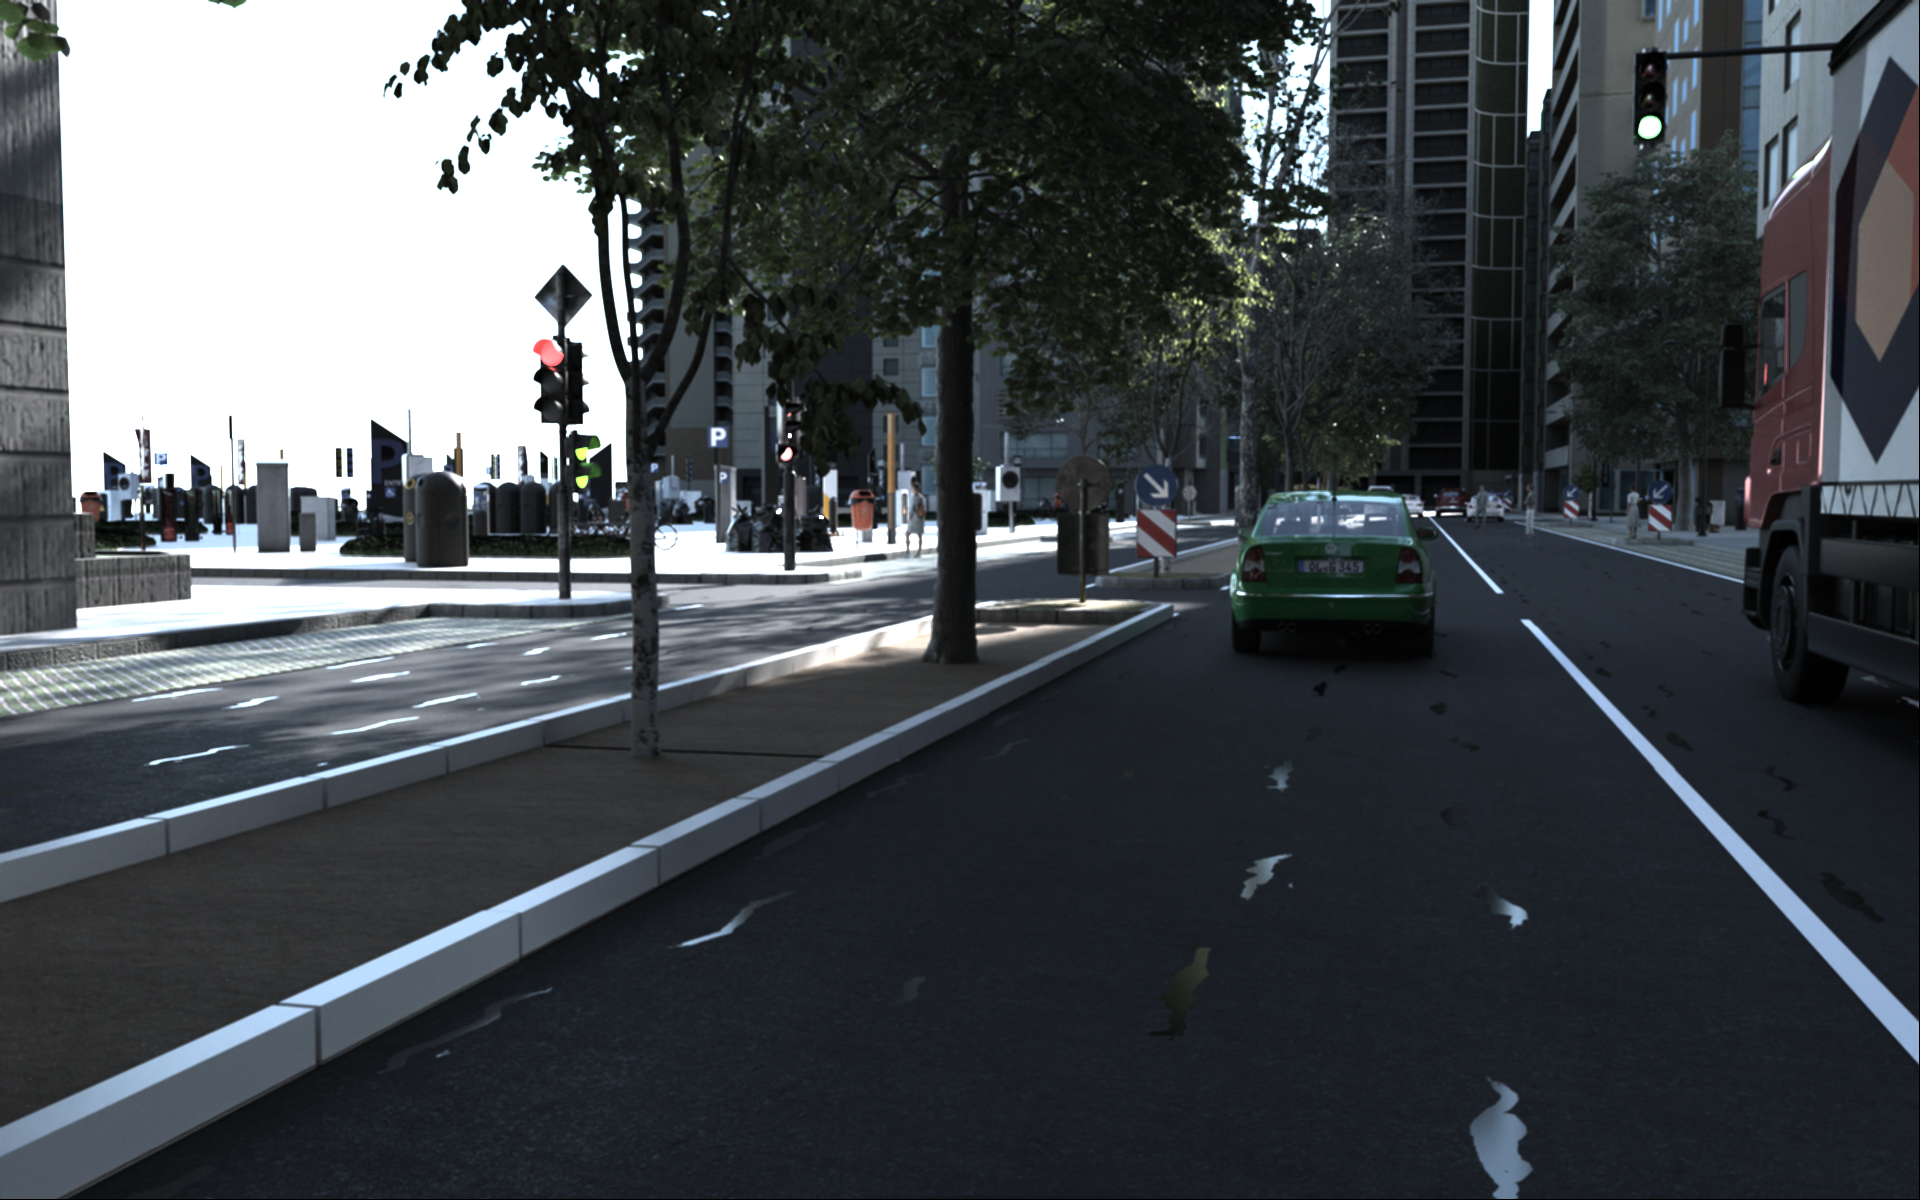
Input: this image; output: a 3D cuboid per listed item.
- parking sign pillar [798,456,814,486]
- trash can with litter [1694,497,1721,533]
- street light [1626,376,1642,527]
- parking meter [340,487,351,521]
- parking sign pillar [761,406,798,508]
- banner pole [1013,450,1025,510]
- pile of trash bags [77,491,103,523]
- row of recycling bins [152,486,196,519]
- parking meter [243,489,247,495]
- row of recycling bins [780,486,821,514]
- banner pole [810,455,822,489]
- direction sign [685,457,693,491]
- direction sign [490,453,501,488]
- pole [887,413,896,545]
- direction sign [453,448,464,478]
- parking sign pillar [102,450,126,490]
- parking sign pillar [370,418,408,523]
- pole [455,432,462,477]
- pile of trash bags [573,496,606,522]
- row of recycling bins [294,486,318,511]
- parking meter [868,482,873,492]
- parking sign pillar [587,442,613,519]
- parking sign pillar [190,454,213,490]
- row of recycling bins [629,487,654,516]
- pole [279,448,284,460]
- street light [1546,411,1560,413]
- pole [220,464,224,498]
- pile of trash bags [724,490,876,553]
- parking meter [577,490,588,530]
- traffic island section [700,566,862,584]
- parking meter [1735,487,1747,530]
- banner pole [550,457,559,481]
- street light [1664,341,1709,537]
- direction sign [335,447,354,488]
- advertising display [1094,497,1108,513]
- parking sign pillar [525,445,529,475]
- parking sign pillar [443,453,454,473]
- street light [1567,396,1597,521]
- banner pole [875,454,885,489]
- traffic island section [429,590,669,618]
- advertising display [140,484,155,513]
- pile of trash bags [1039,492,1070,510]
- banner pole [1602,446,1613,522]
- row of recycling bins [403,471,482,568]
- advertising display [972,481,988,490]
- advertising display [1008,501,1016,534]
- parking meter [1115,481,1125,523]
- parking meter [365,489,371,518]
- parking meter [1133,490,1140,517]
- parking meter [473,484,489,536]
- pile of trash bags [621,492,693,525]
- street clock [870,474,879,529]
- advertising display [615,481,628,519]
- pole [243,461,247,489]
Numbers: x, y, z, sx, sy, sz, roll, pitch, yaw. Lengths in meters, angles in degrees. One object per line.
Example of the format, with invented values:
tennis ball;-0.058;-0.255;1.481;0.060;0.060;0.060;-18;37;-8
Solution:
parking sign pillar;-9.443;-7.276;107.430;1.447;3.967;1.447;-1;4;-10
trash can with litter;25.018;-2.841;57.842;0.624;1.170;1.055;-1;4;-15
street light;25.684;-5.774;66.952;1.470;5.913;1.316;1;4;14
parking meter;-22.266;-3.328;62.830;0.372;1.533;0.369;0;3;0
parking sign pillar;-5.921;-4.001;53.888;1.447;3.967;1.447;-1;4;-11
banner pole;3.443;-6.669;99.059;0.863;3.779;0.401;0;4;-2
pile of trash bags;-26.234;-2.409;49.146;3.447;1.369;1.912;-2;4;-34
row of recycling bins;-41.016;-5.185;91.879;1.069;1.692;3.534;3;5;43
parking meter;-33.928;-4.498;81.958;0.372;1.533;0.369;0;3;0
row of recycling bins;-7.808;-4.763;84.987;1.069;1.692;3.534;-2;4;-29
banner pole;-7.995;-6.440;95.309;0.863;3.779;0.401;1;4;15
direction sign;-16.572;-6.969;105.943;0.379;3.537;0.876;-3;4;-37
direction sign;-25.835;-6.387;96.419;0.876;3.537;0.379;3;4;38
pole;-1.731;-3.058;43.837;0.158;3.312;0.155;0;3;0
direction sign;-24.643;-5.701;85.200;0.379;3.537;0.876;1;4;16
parking sign pillar;-52.004;-7.227;106.629;1.447;3.967;1.447;-2;4;-33
parking sign pillar;-20.101;-4.442;61.095;1.447;3.967;1.447;-1;4;-14
pole;-16.364;-3.839;56.603;0.158;3.312;0.155;0;3;0
pile of trash bags;-16.838;-4.311;80.238;3.447;1.369;1.912;-1;4;-9
row of recycling bins;-38.666;-5.780;101.622;1.069;1.692;3.534;0;3;0
parking meter;-4.299;-4.810;84.349;0.255;1.863;0.399;-2;4;-24
parking sign pillar;-18.541;-6.154;89.097;1.447;3.967;1.447;-3;5;-39
parking sign pillar;-50.324;-7.733;114.912;1.447;3.967;1.447;-3;4;-38
row of recycling bins;-18.130;-5.563;98.066;1.069;1.692;3.534;2;4;28
pole;-30.245;-5.105;77.310;0.158;3.312;0.155;0;3;0
street light;33.407;-7.591;96.659;1.470;5.913;1.316;1;4;14
pole;-50.429;-7.613;118.323;0.158;3.312;0.155;0;3;0
pile of trash bags;-3.485;-1.794;39.090;3.447;1.369;1.912;-2;4;-30
parking meter;-13.624;-3.312;62.560;0.372;1.533;0.369;0;3;0
traffic island section;-2.869;-0.412;29.016;2.009;0.180;2.903;1;4;14
parking meter;27.883;-3.265;61.796;0.372;1.533;0.369;0;3;0
banner pole;-24.105;-6.954;103.710;0.863;3.779;0.401;0;4;-3
street light;21.997;-4.889;52.471;1.470;5.913;1.316;1;4;14
direction sign;-29.779;-5.617;83.840;0.876;3.537;0.379;0;4;-3
advertising display;6.135;-4.389;76.972;0.974;1.923;0.123;2;4;34
parking sign pillar;-23.932;-6.518;95.039;1.447;3.967;1.447;-1;4;-18
parking sign pillar;-33.297;-7.646;113.489;1.447;3.967;1.447;2;4;35
street light;29.580;-6.708;82.214;1.470;5.913;1.316;1;4;14
banner pole;-5.010;-7.114;106.336;0.863;3.779;0.401;1;4;17
traffic island section;-4.869;0.061;21.285;2.009;0.180;2.903;1;4;14
advertising display;-54.139;-6.742;115.438;0.974;1.923;0.123;-3;5;-45
pile of trash bags;5.283;-5.225;95.189;1.912;1.369;3.447;0;4;-2
banner pole;29.377;-5.412;78.497;0.863;3.779;0.401;-2;4;-26
row of recycling bins;-9.595;-1.509;31.783;1.069;1.692;3.534;-1;4;-22
advertising display;0.903;-4.966;86.404;0.974;1.923;0.123;-1;4;-21
advertising display;1.704;-3.135;56.477;0.123;1.923;0.974;0;4;-6
parking meter;7.090;-4.350;76.838;0.399;1.863;0.255;0;4;-5
parking meter;-29.004;-4.690;85.091;0.372;1.533;0.369;0;3;0
parking meter;9.939;-5.447;97.471;0.372;1.533;0.369;0;3;0
parking meter;-11.544;-2.039;41.747;0.372;1.533;0.369;0;3;0
pile of trash bags;-12.833;-3.930;74.004;1.912;1.369;3.447;-2;4;-34
street clock;-3.106;-3.562;62.802;0.358;2.002;0.471;-1;4;-19
advertising display;-16.845;-4.980;86.635;0.974;1.923;0.123;2;4;27
pole;-44.366;-6.951;107.489;0.158;3.312;0.155;0;3;0
